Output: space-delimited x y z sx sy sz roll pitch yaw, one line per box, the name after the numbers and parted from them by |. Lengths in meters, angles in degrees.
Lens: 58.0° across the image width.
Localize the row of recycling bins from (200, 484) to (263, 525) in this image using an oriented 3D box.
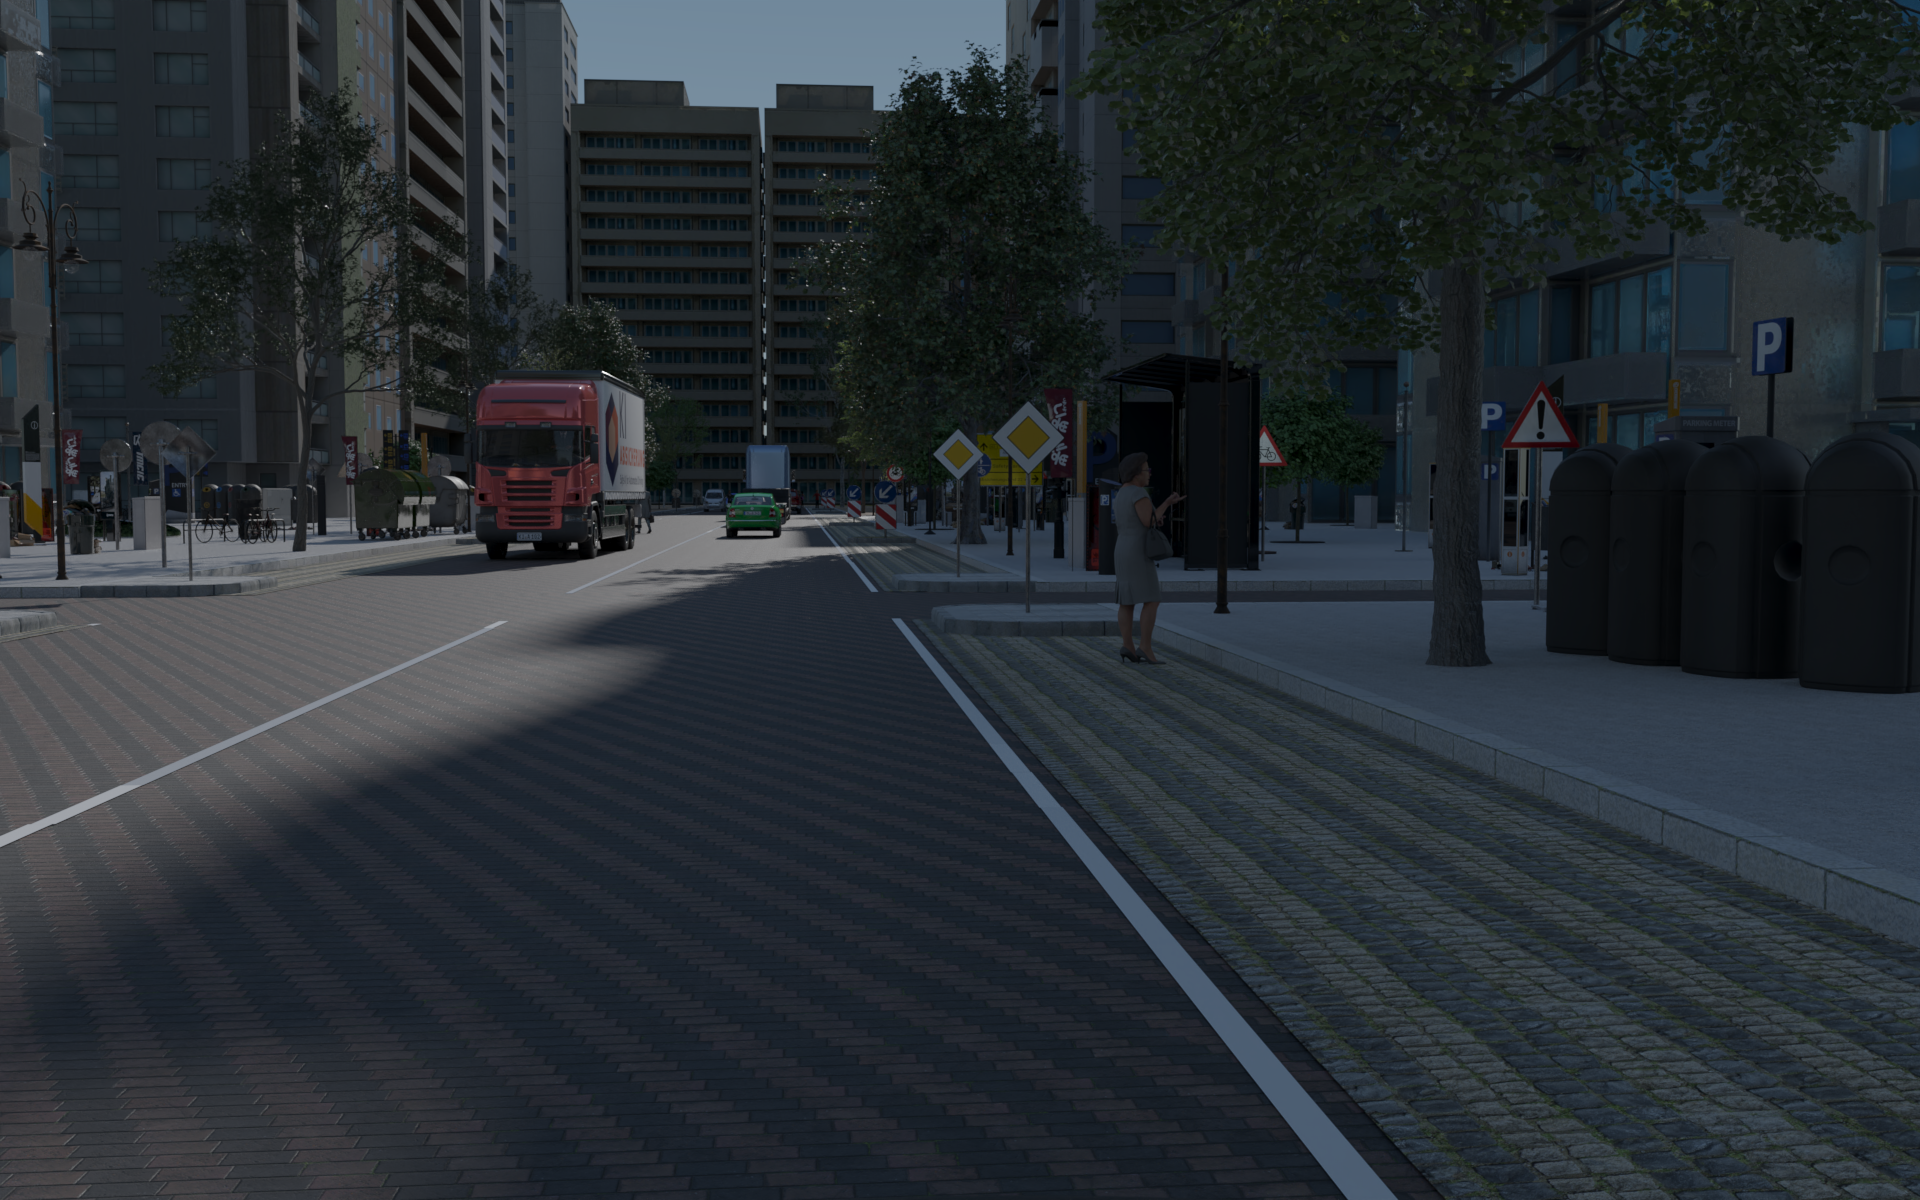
-30.542 -4.008 72.644 3.534 1.692 1.069 2 4 32 | row of recycling bins

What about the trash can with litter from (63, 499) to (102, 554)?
-18.761 -1.567 37.011 0.624 1.170 1.055 -1 4 -11 | trash can with litter

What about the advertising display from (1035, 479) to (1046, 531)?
2.835 -3.418 61.102 0.123 1.923 0.974 -1 4 -13 | advertising display

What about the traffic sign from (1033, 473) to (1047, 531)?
2.570 -3.657 59.790 0.884 2.594 0.081 0 4 2 | traffic sign

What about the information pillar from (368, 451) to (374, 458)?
-32.125 -6.297 94.303 0.504 3.616 0.183 -1 4 -10 | information pillar

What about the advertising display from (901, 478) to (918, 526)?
-1.996 -3.968 70.095 0.123 1.923 0.974 2 4 28 | advertising display

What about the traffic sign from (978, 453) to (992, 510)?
0.576 -3.211 52.601 0.768 2.556 0.104 0 4 4 | traffic sign

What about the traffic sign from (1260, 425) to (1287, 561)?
5.766 -2.013 32.916 0.884 2.594 0.081 0 4 1 | traffic sign

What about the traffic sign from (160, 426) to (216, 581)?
-11.373 -1.340 25.558 0.795 2.450 0.064 0 4 -5 | traffic sign

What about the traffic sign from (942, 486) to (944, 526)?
-0.696 -4.259 69.741 0.768 2.556 0.104 0 4 2 | traffic sign

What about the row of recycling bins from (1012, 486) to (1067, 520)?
3.555 -4.816 85.852 3.534 1.692 1.069 2 4 32 | row of recycling bins

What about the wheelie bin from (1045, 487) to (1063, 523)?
4.191 -4.272 77.756 0.980 1.594 0.693 3 5 43 | wheelie bin

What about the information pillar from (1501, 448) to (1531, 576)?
8.756 -1.395 27.297 0.304 2.012 0.304 -3 5 -41 | information pillar

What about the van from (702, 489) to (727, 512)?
-19.871 -8.159 140.409 2.013 2.044 4.112 0 4 -4 | van

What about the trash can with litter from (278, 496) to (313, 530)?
-24.132 -3.117 62.026 2.233 1.210 1.678 -3 5 -39 | trash can with litter

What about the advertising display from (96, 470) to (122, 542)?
-23.009 -2.552 46.934 0.974 1.923 0.123 3 4 38 | advertising display

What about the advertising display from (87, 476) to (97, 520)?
-30.126 -3.391 60.658 0.123 1.923 0.974 1 4 17 | advertising display

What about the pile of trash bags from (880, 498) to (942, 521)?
-2.782 -5.049 92.305 3.447 1.369 1.912 -3 5 -43 | pile of trash bags

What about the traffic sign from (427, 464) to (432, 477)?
-22.765 -4.536 74.275 0.768 2.556 0.104 0 3 0 | traffic sign

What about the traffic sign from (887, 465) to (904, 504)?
-2.730 -4.485 73.443 0.768 2.556 0.104 0 3 0 | traffic sign

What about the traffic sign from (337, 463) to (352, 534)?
-19.563 -3.399 55.583 0.884 2.594 0.081 0 4 1 | traffic sign

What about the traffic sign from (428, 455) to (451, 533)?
-17.042 -3.463 56.726 0.768 2.556 0.104 0 4 -1 | traffic sign

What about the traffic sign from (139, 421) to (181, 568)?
-13.897 -1.839 30.178 0.768 2.556 0.104 0 4 -3 | traffic sign

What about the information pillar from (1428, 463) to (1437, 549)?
11.231 -2.216 40.718 0.304 2.012 0.304 -3 4 -39 | information pillar

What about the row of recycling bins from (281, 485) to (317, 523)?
-29.629 -4.301 77.437 1.069 1.692 3.534 -2 4 -35 | row of recycling bins

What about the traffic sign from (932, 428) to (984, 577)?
-0.028 -1.405 26.616 0.795 2.450 0.064 0 4 -5 | traffic sign

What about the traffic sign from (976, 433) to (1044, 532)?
1.656 -3.912 57.826 2.265 3.308 0.079 0 3 0 | traffic sign

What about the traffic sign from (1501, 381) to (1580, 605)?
6.684 -1.223 20.005 0.884 2.594 0.081 0 4 4 | traffic sign

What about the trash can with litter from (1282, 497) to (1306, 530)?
12.029 -3.132 62.594 0.624 1.170 1.055 -2 4 -24 | trash can with litter

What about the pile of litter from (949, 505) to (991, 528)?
0.109 -3.166 65.731 1.176 0.858 1.719 3 4 37 | pile of litter

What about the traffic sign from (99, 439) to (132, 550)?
-19.384 -2.426 39.778 0.768 2.556 0.104 0 4 3 | traffic sign

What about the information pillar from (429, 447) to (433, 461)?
-26.342 -5.807 86.305 0.183 3.616 0.504 -2 4 -26 | information pillar

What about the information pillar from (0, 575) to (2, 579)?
-14.739 -2.138 26.305 0.183 3.616 0.504 -2 4 -34 | information pillar

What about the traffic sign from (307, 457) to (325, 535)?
-20.315 -3.254 54.380 0.795 2.450 0.064 0 4 -1 | traffic sign

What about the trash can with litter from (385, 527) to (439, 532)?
-19.078 -2.978 59.744 2.233 1.210 1.678 -1 4 -23 | trash can with litter

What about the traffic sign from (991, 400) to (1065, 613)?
0.731 -0.919 18.667 0.795 2.450 0.064 0 4 -5 | traffic sign

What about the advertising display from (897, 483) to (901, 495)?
-3.148 -5.848 100.832 0.974 1.923 0.123 -1 4 -9 | advertising display

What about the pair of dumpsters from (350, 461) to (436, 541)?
-16.179 -2.873 49.459 1.574 2.255 4.437 0 4 -5 | pair of dumpsters

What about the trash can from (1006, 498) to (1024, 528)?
2.089 -3.310 65.775 0.748 1.137 0.748 0 3 0 | trash can

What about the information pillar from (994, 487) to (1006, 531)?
1.377 -3.400 60.075 0.304 2.012 0.304 2 4 34 | information pillar

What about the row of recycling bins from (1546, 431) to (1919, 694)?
5.577 -0.344 12.744 1.069 1.692 3.534 -1 4 -17 | row of recycling bins

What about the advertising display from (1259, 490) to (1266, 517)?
8.739 -2.874 52.205 0.974 1.923 0.123 1 4 18 | advertising display

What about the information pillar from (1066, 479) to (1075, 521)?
5.326 -4.816 83.241 0.304 2.012 0.304 3 5 42 | information pillar

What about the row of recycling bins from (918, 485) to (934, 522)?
-1.866 -4.441 79.720 1.069 1.692 3.534 1 4 9 | row of recycling bins

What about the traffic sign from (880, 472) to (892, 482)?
-4.228 -6.064 99.248 0.768 2.556 0.104 0 4 -5 | traffic sign

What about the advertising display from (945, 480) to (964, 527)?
-0.099 -3.826 67.773 0.974 1.923 0.123 0 4 4 | advertising display

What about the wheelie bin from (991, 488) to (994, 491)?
1.946 -5.397 96.149 0.980 1.594 0.693 -2 4 -23 | wheelie bin

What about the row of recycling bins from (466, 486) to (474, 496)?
-21.137 -4.390 78.887 3.534 1.692 1.069 -2 4 -33 | row of recycling bins

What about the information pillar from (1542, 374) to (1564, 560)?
11.545 -2.601 33.883 0.504 3.616 0.183 1 4 12 | information pillar

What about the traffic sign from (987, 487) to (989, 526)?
1.114 -4.254 69.658 0.768 2.556 0.104 0 4 3 | traffic sign

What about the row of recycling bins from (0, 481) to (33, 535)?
-30.288 -2.855 53.791 1.069 1.692 3.534 1 4 19 | row of recycling bins

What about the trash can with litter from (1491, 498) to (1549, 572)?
9.639 -1.114 29.273 1.678 1.210 2.233 -2 4 -33 | trash can with litter

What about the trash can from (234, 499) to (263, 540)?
-20.054 -2.276 48.864 0.748 1.137 0.748 0 3 0 | trash can

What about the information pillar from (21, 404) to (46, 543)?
-24.070 -3.277 44.940 0.183 3.616 0.504 1 4 22 | information pillar

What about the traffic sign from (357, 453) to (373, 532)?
-18.463 -3.256 53.335 0.768 2.556 0.104 0 4 -3 | traffic sign
